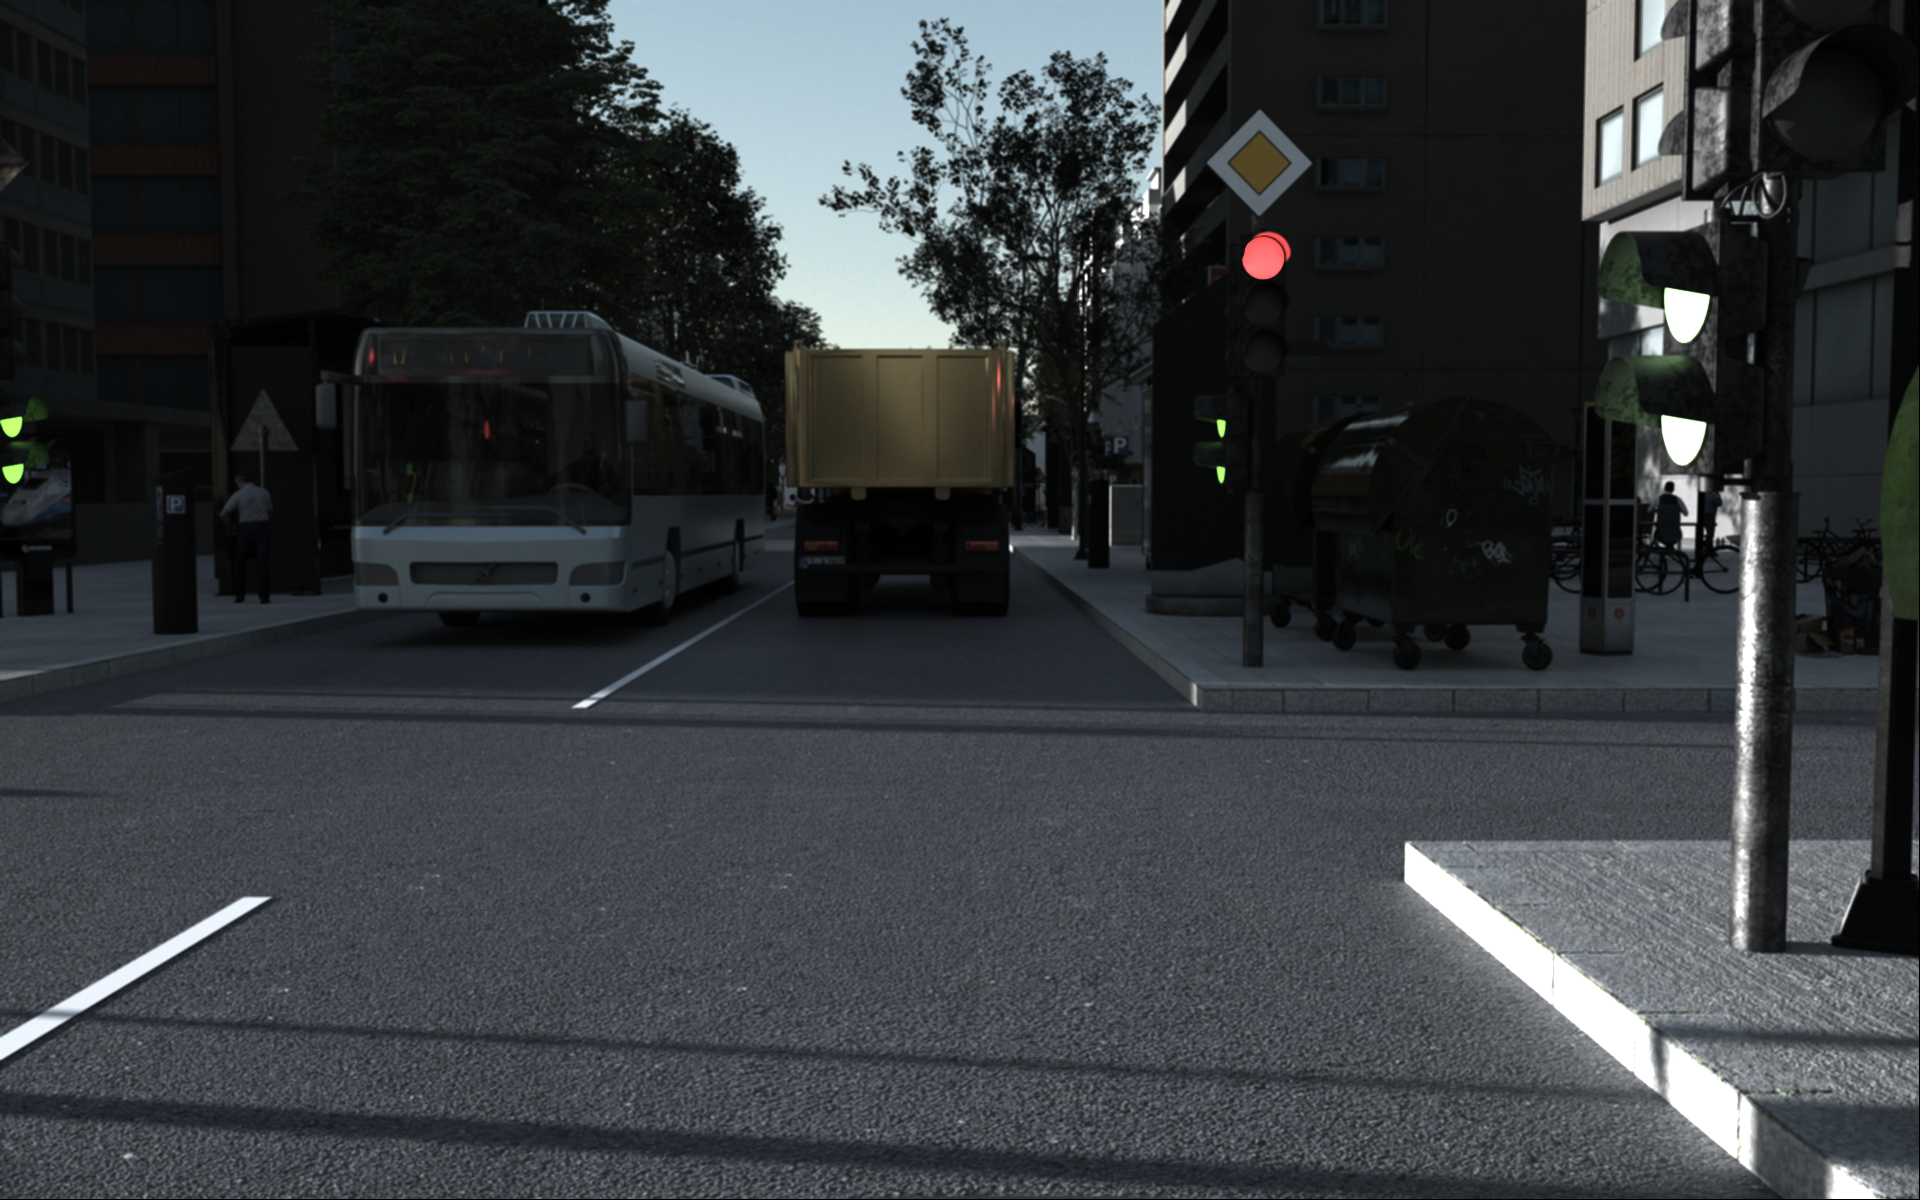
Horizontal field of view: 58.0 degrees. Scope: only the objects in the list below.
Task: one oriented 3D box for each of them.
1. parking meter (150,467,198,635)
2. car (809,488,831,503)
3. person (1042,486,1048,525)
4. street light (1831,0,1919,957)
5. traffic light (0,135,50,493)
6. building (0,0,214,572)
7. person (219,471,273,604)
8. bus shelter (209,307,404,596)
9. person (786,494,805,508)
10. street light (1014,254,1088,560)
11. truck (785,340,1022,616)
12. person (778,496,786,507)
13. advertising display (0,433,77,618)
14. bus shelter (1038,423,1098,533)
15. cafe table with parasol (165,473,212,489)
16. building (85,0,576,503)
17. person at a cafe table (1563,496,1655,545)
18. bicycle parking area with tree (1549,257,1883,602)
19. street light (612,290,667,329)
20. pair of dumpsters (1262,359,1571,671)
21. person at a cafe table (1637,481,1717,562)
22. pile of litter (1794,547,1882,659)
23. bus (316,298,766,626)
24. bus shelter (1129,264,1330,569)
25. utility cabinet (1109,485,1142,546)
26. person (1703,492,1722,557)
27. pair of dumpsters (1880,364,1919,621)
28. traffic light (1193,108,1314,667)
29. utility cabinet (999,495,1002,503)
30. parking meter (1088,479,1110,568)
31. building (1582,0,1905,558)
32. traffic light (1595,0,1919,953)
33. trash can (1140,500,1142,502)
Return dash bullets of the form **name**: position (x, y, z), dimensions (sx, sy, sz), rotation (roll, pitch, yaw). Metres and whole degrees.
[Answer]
- **parking meter**: position (-7.231, -0.460, 15.928), dimensions (0.372, 1.533, 0.369), rotation (0, 3, 0)
- **car**: position (-5.843, -4.395, 80.524), dimensions (2.281, 1.827, 5.304), rotation (0, 4, -1)
- **person**: position (3.686, -3.891, 70.456), dimensions (0.445, 1.727, 0.742), rotation (3, 4, 37)
- **street light**: position (2.119, -1.972, 4.781), dimensions (1.470, 5.913, 1.316), rotation (0, 4, -1)
- **traffic light**: position (-7.178, -1.453, 12.672), dimensions (0.839, 4.253, 0.868), rotation (0, 4, -1)
- **building**: position (-31.887, -20.848, 32.741), dimensions (32.217, 40.220, 23.993), rotation (0, 4, -1)
- **person**: position (-8.387, -0.740, 20.359), dimensions (0.614, 1.554, 0.590), rotation (-3, 4, -39)
- **bus shelter**: position (-8.665, -2.056, 24.896), dimensions (1.731, 3.624, 6.357), rotation (0, 4, -1)
- **person**: position (-6.053, -3.270, 65.158), dimensions (0.628, 1.438, 0.799), rotation (3, 5, 43)
- **street light**: position (1.852, -3.742, 33.723), dimensions (1.470, 5.913, 1.316), rotation (0, 4, -1)
- **truck**: position (-0.710, -1.719, 24.031), dimensions (3.469, 3.379, 9.791), rotation (0, 4, -1)
- **person**: position (-17.512, -9.768, 168.190), dimensions (1.348, 1.826, 0.705), rotation (1, 4, 17)
- **advertising display**: position (-9.774, -0.798, 18.260), dimensions (0.123, 1.923, 0.974), rotation (1, 4, 23)
- **bus shelter**: position (3.720, -4.212, 60.148), dimensions (1.731, 3.624, 6.357), rotation (0, 4, 0)
- **cafe table with parasol**: position (-22.284, -2.727, 49.455), dimensions (2.610, 1.966, 2.610), rotation (-1, 4, -10)
- **building**: position (-28.023, -25.371, 69.433), dimensions (22.147, 44.769, 28.867), rotation (0, 4, -1)
- **person at a cafe table**: position (14.821, -1.716, 38.924), dimensions (1.698, 1.238, 1.726), rotation (-1, 4, -23)
- **bicycle parking area with tree**: position (10.821, -2.238, 23.599), dimensions (9.016, 4.147, 8.231), rotation (2, 4, 26)
- **street light**: position (-7.347, -4.095, 39.500), dimensions (1.470, 5.913, 1.316), rotation (0, 4, -1)
- **pair of dumpsters**: position (3.641, -0.738, 14.561), dimensions (1.574, 2.255, 4.437), rotation (0, 4, -1)
- **person at a cafe table**: position (13.648, -1.518, 33.336), dimensions (1.698, 1.524, 1.622), rotation (1, 4, 22)
- **pile of litter**: position (7.088, -0.021, 14.304), dimensions (1.719, 0.858, 1.176), rotation (-3, 5, -40)
- **bus**: position (-4.410, -1.635, 21.591), dimensions (2.948, 3.499, 13.247), rotation (0, 4, 0)
- **bus shelter**: position (3.978, -3.077, 27.945), dimensions (2.179, 5.291, 8.768), rotation (0, 4, 0)
- **utility cabinet**: position (4.210, -2.072, 42.560), dimensions (1.173, 1.500, 0.318), rotation (-1, 4, -17)
- **person**: position (15.217, -1.644, 35.140), dimensions (0.429, 1.552, 0.499), rotation (1, 4, 18)
- **pair of dumpsters**: position (3.010, 0.030, 2.002), dimensions (1.574, 2.255, 4.437), rotation (0, 4, -1)
- **traffic light**: position (2.162, -1.459, 12.780), dimensions (0.839, 4.253, 0.868), rotation (0, 4, -1)
- **utility cabinet**: position (2.049, -4.504, 84.807), dimensions (0.306, 1.237, 1.020), rotation (-3, 5, -40)
- **parking meter**: position (2.409, -1.323, 30.045), dimensions (0.372, 1.533, 0.369), rotation (0, 3, 0)
- **building**: position (29.861, -27.108, 32.450), dimensions (27.495, 52.752, 28.713), rotation (0, 4, -1)
- **traffic light**: position (2.242, -0.971, 4.796), dimensions (0.839, 4.253, 0.868), rotation (0, 4, -1)
- **trash can**: position (4.494, -1.719, 39.756), dimensions (0.748, 1.137, 0.748), rotation (0, 3, 0)
